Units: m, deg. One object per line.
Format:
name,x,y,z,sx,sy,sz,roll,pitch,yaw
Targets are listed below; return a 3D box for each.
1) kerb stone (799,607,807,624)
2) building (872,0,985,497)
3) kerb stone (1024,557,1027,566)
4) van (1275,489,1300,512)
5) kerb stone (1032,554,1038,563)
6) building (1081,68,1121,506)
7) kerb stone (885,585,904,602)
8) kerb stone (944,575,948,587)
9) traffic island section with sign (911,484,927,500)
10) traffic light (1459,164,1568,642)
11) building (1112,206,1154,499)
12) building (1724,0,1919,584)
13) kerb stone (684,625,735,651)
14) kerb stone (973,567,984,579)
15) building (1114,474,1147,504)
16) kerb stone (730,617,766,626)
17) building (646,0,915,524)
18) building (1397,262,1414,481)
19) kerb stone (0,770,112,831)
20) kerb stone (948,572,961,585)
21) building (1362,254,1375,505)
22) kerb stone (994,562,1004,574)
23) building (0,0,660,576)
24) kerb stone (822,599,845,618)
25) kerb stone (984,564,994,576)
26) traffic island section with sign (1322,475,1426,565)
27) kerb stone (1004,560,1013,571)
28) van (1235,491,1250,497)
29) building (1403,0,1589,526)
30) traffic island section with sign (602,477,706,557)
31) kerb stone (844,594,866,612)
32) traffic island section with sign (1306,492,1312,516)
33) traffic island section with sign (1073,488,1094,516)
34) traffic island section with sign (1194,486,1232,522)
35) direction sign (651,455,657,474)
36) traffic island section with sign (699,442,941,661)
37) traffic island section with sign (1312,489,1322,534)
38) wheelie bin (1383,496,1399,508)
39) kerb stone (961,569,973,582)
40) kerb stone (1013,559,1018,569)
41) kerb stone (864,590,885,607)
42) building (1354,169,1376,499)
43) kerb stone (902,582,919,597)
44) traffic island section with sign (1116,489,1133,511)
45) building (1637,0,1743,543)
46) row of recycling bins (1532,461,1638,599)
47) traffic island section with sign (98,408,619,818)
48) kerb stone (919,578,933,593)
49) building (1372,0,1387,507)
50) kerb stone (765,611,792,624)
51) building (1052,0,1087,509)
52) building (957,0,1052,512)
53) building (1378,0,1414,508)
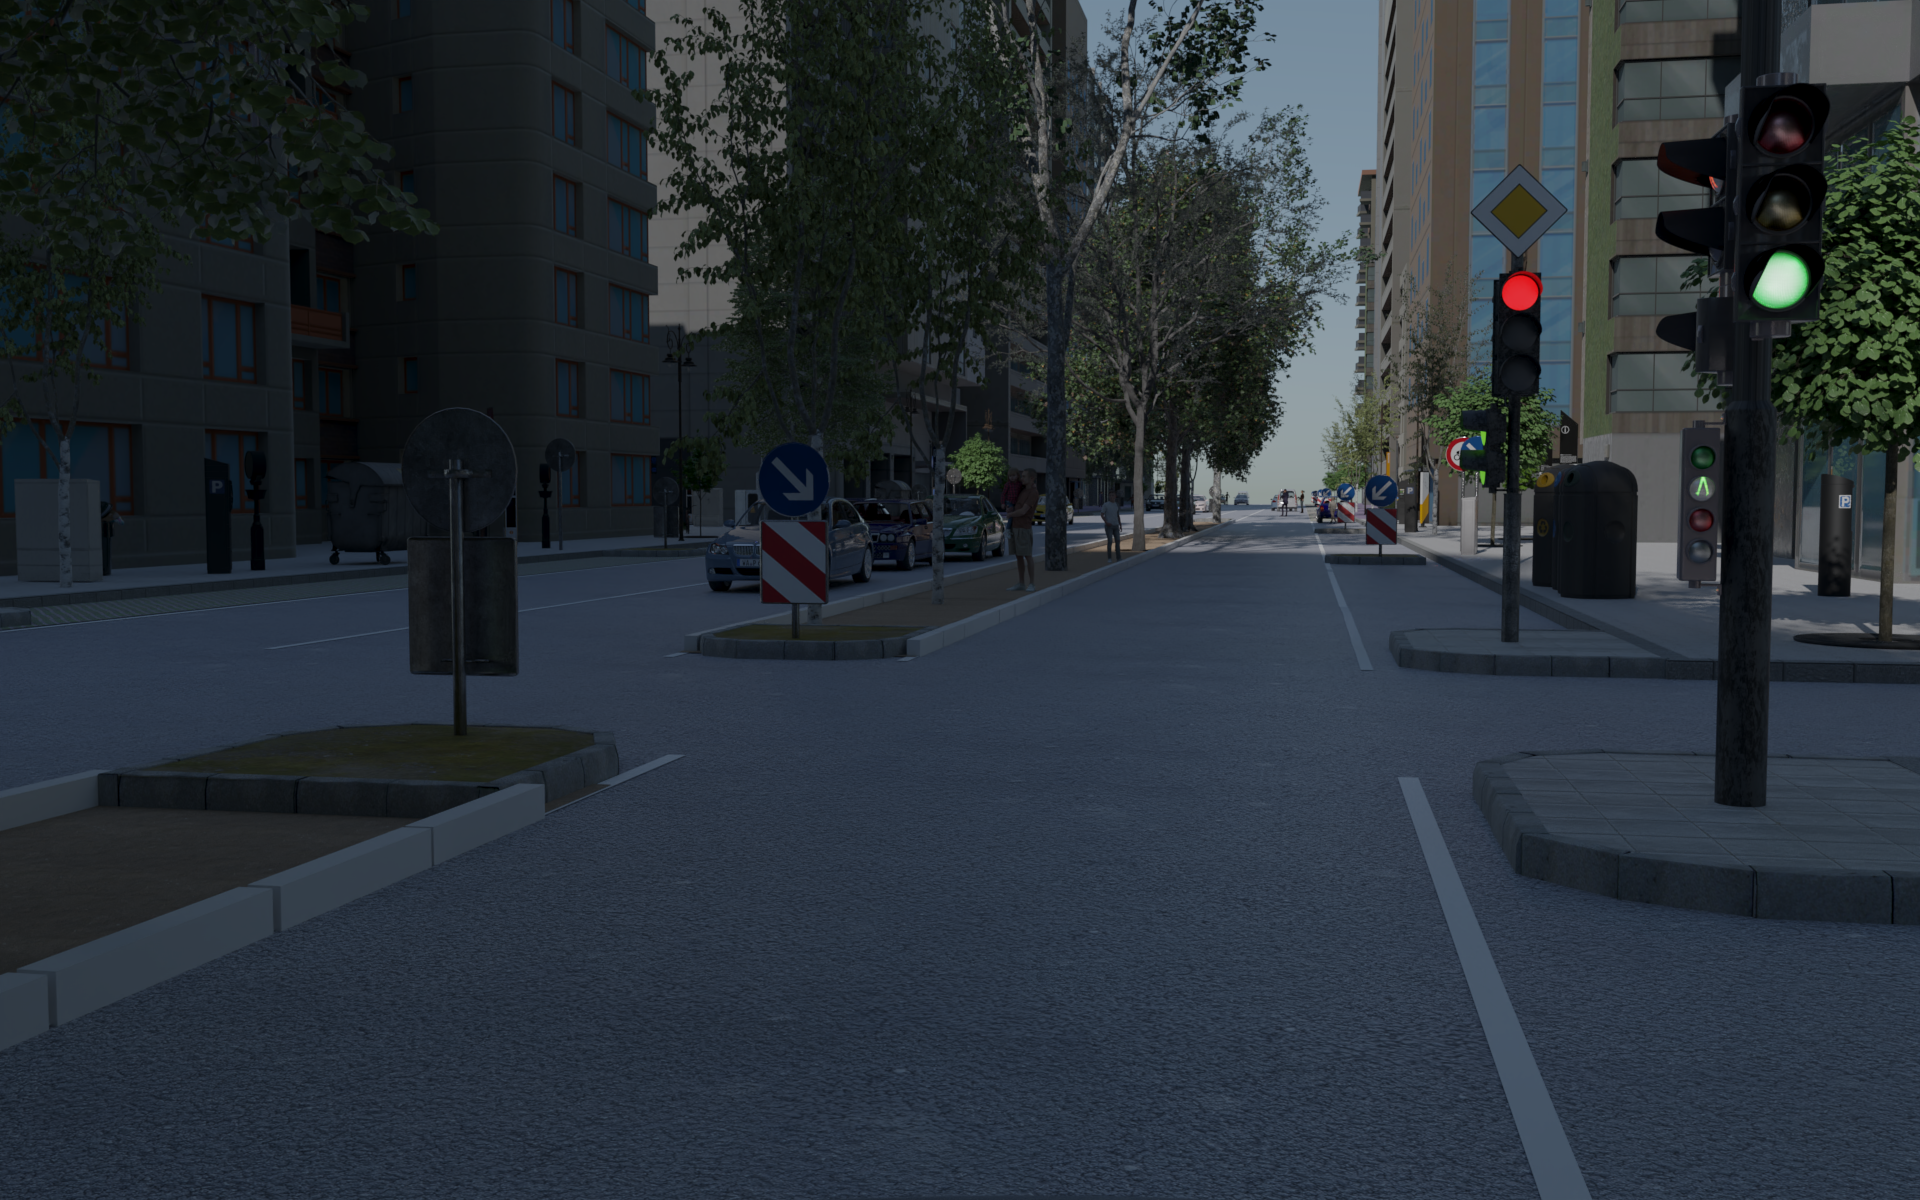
kerb stone,-1.763,0.182,19.222,0.120,0.150,1.000,1,4,11
building,-13.510,-31.810,109.333,28.713,52.752,27.495,1,4,11
kerb stone,1.211,-0.740,34.294,0.120,0.150,1.000,1,4,11
van,26.916,-8.282,142.428,2.013,2.044,4.112,1,4,11
kerb stone,1.403,-0.799,35.301,0.120,0.150,1.000,1,4,11
building,6.059,-35.167,194.596,23.786,49.044,30.456,1,4,11
kerb stone,-0.961,-0.064,23.235,0.120,0.150,1.000,1,4,11
kerb stone,-0.372,-0.248,26.250,0.120,0.150,1.000,1,4,11
traffic island section with sign,-1.645,-3.578,67.126,1.989,1.847,2.006,1,4,11
traffic light,4.760,-1.591,14.935,0.839,4.253,0.868,1,4,11
building,19.408,-34.026,239.912,14.154,41.232,14.086,1,4,11
building,27.893,-24.807,25.210,30.456,49.044,23.786,1,4,11
kerb stone,-2.351,0.368,16.211,0.120,0.150,1.000,1,4,11
kerb stone,0.220,-0.433,29.269,0.120,0.150,1.000,1,4,11
building,7.360,-32.442,222.304,32.217,40.220,23.993,1,4,11
kerb stone,-2.161,0.305,17.215,0.120,0.150,1.000,1,4,11
building,-13.148,-39.444,83.163,20.563,71.187,20.611,1,4,11
building,45.735,-16.894,121.255,27.650,21.520,28.899,1,4,11
kerb stone,-4.063,0.895,7.565,0.120,0.150,1.000,1,4,11
kerb stone,-0.183,-0.308,27.265,0.120,0.150,1.000,1,4,11
building,55.600,-26.665,207.670,14.160,30.474,14.107,1,4,11
kerb stone,0.613,-0.555,31.276,0.120,0.150,1.000,1,4,11
building,-25.818,-12.085,42.636,27.650,21.520,28.899,1,4,11
kerb stone,-1.557,0.125,20.224,0.120,0.150,1.000,1,4,11
kerb stone,0.412,-0.494,30.274,0.120,0.150,1.000,1,4,11
traffic island section with sign,8.605,-1.673,35.978,1.989,1.847,2.006,1,4,11
kerb stone,0.807,-0.616,32.281,0.120,0.150,1.000,1,4,11
van,39.088,-14.218,239.470,2.013,2.044,4.112,1,4,12
building,26.819,-25.903,73.621,14.600,45.320,14.200,1,4,11
traffic island section with sign,-6.975,-1.923,40.062,1.989,1.847,2.006,1,4,11
kerb stone,-1.371,0.065,21.229,0.120,0.150,1.000,1,4,11
traffic island section with sign,23.762,-6.381,112.956,1.989,1.847,2.006,1,4,11
traffic island section with sign,7.920,-6.552,115.755,1.989,1.847,2.006,1,4,11
traffic island section with sign,13.168,-4.984,89.631,2.006,1.907,1.989,1,4,11
direction sign,-12.286,-4.630,67.694,0.876,3.537,0.379,0,4,-6
traffic island section with sign,-1.341,-0.475,15.901,2.006,1.907,1.989,1,4,11
traffic island section with sign,13.980,-3.345,63.324,1.989,1.847,2.006,1,4,11
wheelie bin,19.624,-4.384,79.591,0.980,1.594,0.693,0,4,4
kerb stone,0.015,-0.371,28.267,0.120,0.150,1.000,1,4,11
kerb stone,1.009,-0.678,33.292,0.120,0.150,1.000,1,4,11
kerb stone,-1.172,-0.002,22.231,0.120,0.150,1.000,1,4,11
building,63.379,-35.042,227.566,22.147,44.769,28.867,1,4,11
kerb stone,-0.771,-0.125,24.246,0.120,0.150,1.000,1,4,11
traffic island section with sign,13.199,-8.189,142.525,1.989,1.847,2.006,1,4,11
building,25.420,-17.041,50.326,14.160,30.474,14.107,1,4,11
row of recycling bins,8.213,-0.956,22.751,1.069,1.692,3.534,1,4,11
traffic island section with sign,-2.781,-0.030,8.635,2.006,1.907,1.989,1,4,11
kerb stone,-0.578,-0.186,25.249,0.120,0.150,1.000,1,4,11
building,55.241,-39.349,185.360,21.231,58.520,28.212,1,4,11
kerb stone,-1.961,0.245,18.217,0.120,0.150,1.000,1,4,11
building,3.185,-30.541,149.463,14.600,45.320,14.200,1,4,11
building,-5.027,-31.136,132.767,21.300,48.544,21.600,1,4,11
building,46.944,-31.937,145.877,21.300,48.544,21.600,1,4,11
